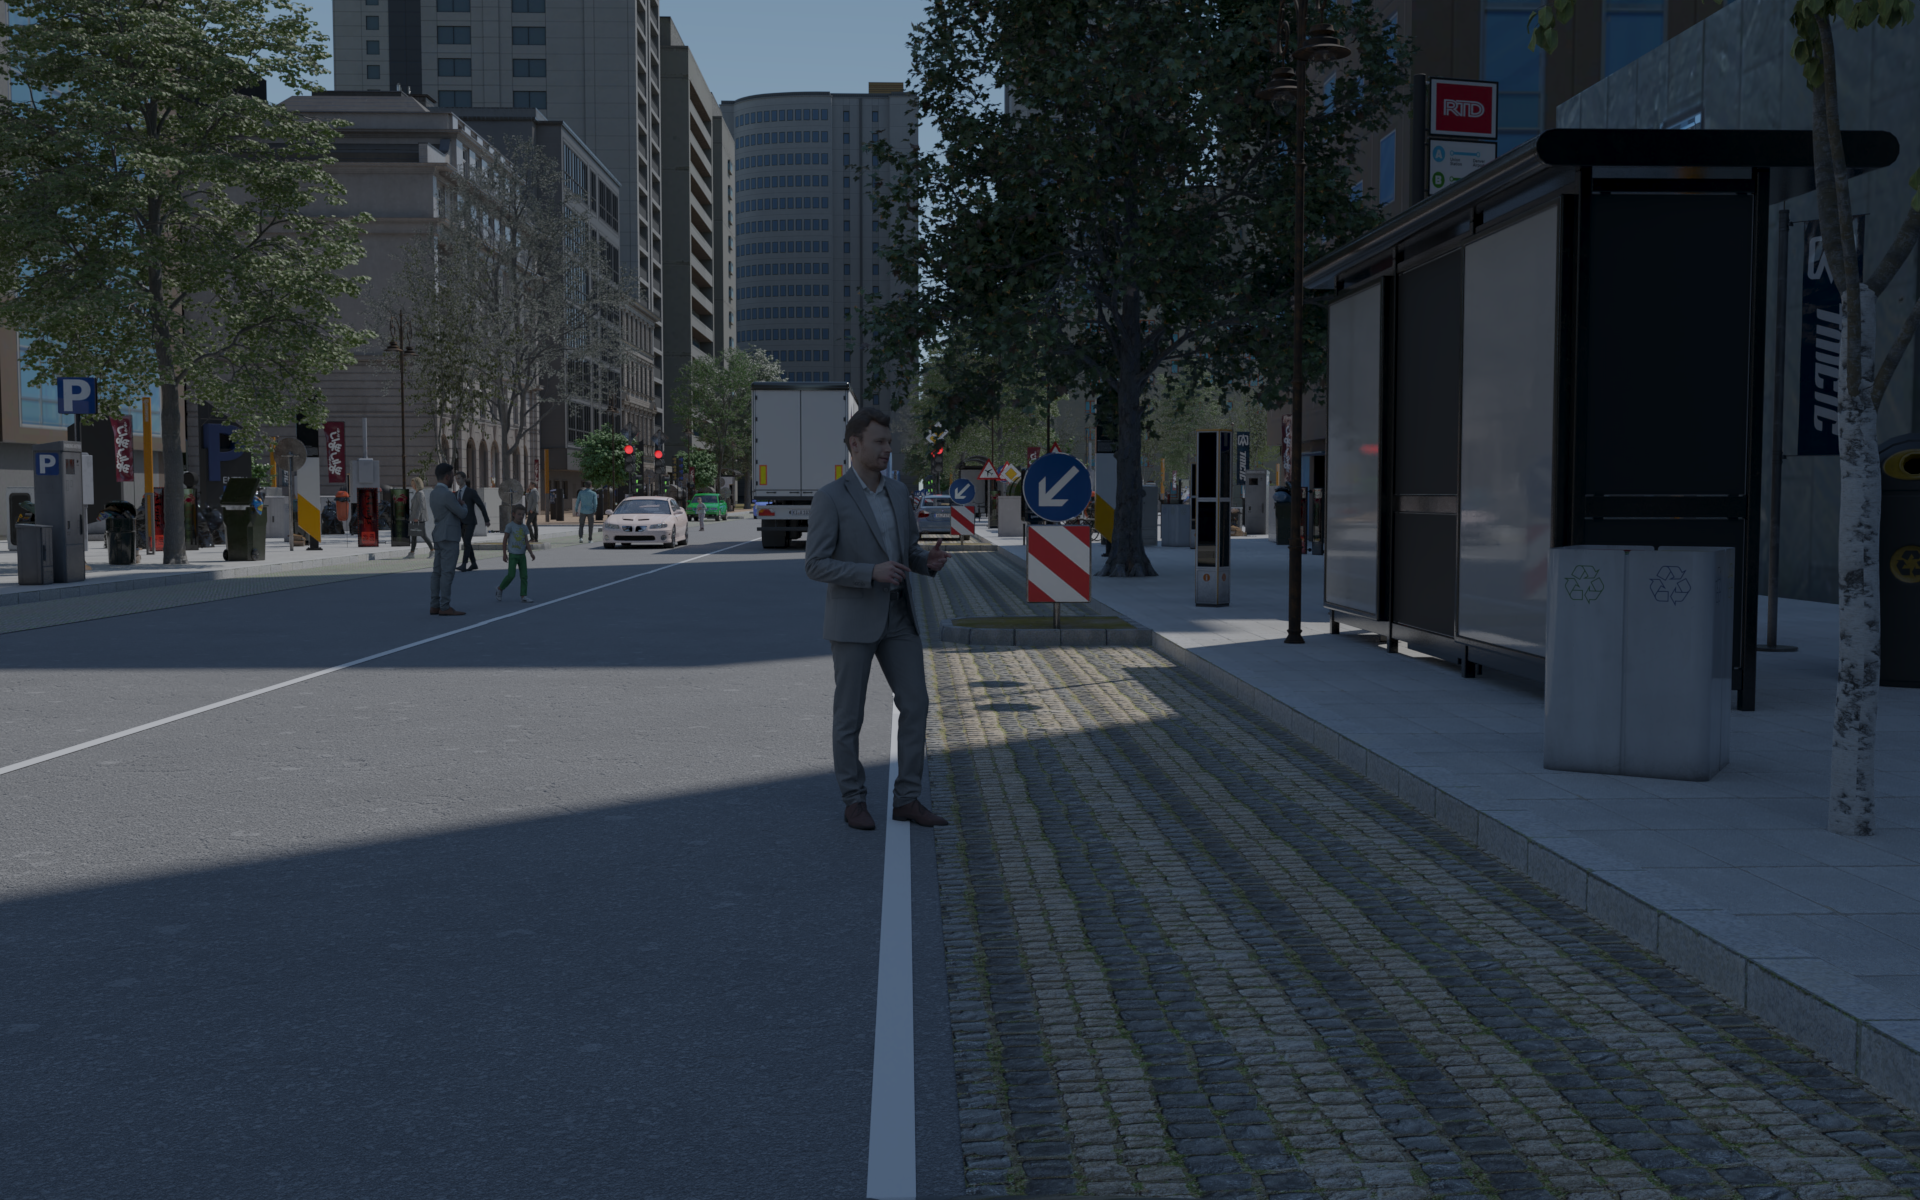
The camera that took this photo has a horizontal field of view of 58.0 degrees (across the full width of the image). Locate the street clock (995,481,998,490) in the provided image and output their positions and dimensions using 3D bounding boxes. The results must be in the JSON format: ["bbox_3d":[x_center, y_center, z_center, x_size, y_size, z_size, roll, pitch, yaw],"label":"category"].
[{"bbox_3d":[2.061,-5.210,89.759,0.471,2.002,0.358,-1,4,-14],"label":"street clock"}]

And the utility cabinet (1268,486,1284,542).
[{"bbox_3d":[8.453,-2.278,45.917,0.318,1.500,1.173,0,4,-1],"label":"utility cabinet"}]

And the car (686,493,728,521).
[{"bbox_3d":[-13.384,-5.062,91.562,1.959,1.807,4.718,0,4,-1],"label":"car"}]

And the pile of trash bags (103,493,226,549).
[{"bbox_3d":[-18.652,-1.958,41.763,1.912,1.369,3.447,3,5,43],"label":"pile of trash bags"}]

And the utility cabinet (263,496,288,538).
[{"bbox_3d":[-20.218,-2.404,50.462,1.020,1.237,0.306,-1,4,-21],"label":"utility cabinet"}]

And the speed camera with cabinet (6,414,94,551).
[{"bbox_3d":[-20.467,-2.725,38.893,2.038,3.252,0.660,1,4,20],"label":"speed camera with cabinet"}]

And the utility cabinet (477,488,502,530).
[{"bbox_3d":[-16.432,-3.178,60.647,0.318,1.500,1.173,1,4,21],"label":"utility cabinet"}]

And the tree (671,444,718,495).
[{"bbox_3d":[-17.286,-7.928,113.340,4.285,4.588,4.351,0,3,0],"label":"tree"}]

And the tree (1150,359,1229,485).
[{"bbox_3d":[18.977,-13.746,142.871,7.486,12.596,7.792,0,3,0],"label":"tree"}]

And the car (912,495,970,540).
[{"bbox_3d":[-0.600,-2.598,54.472,2.014,1.417,4.499,0,4,-2],"label":"car"}]

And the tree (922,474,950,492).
[{"bbox_3d":[-1.986,-11.390,169.942,4.285,4.588,4.351,0,3,0],"label":"tree"}]

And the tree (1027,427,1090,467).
[{"bbox_3d":[2.695,-3.421,50.541,1.663,3.219,1.824,0,3,0],"label":"tree"}]

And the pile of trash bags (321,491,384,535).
[{"bbox_3d":[-19.478,-2.767,54.995,1.912,1.369,3.447,-1,4,-16],"label":"pile of trash bags"}]

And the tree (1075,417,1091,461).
[{"bbox_3d":[11.328,-10.886,128.346,4.360,8.622,3.978,0,3,0],"label":"tree"}]

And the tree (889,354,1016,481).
[{"bbox_3d":[-0.434,-13.804,136.060,12.009,13.543,11.850,0,3,0],"label":"tree"}]

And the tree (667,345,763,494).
[{"bbox_3d":[-16.682,-11.906,120.418,9.928,11.665,9.643,0,3,0],"label":"tree"}]

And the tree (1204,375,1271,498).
[{"bbox_3d":[16.114,-8.941,96.541,4.360,8.622,3.978,0,3,0],"label":"tree"}]

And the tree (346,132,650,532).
[{"bbox_3d":[-15.211,-9.038,58.146,12.009,13.543,11.850,0,3,0],"label":"tree"}]

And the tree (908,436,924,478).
[{"bbox_3d":[-3.668,-17.009,212.506,7.601,10.594,8.767,-3,5,-42],"label":"tree"}]

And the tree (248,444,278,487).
[{"bbox_3d":[-24.424,-3.974,59.575,1.663,3.219,1.824,0,3,0],"label":"tree"}]

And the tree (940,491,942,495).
[{"bbox_3d":[-2.240,-14.256,183.454,4.737,8.622,4.395,0,3,0],"label":"tree"}]

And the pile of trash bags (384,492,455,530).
[{"bbox_3d":[-19.640,-3.208,62.199,3.447,1.369,1.912,-2,4,-31],"label":"pile of trash bags"}]

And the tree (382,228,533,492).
[{"bbox_3d":[-14.330,-6.023,48.846,4.360,8.622,3.978,0,3,0],"label":"tree"}]

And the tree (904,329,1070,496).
[{"bbox_3d":[1.763,-10.042,82.308,7.486,12.596,7.792,0,3,0],"label":"tree"}]

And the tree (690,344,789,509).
[{"bbox_3d":[-18.262,-14.795,148.555,9.857,13.997,8.962,0,3,0],"label":"tree"}]

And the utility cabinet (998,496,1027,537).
[{"bbox_3d":[1.661,-2.509,52.181,1.020,1.237,0.306,0,4,4],"label":"utility cabinet"}]

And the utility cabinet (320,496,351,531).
[{"bbox_3d":[-21.429,-2.948,59.368,1.020,1.237,0.306,-3,4,-35],"label":"utility cabinet"}]

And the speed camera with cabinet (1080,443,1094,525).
[{"bbox_3d":[4.768,-4.465,67.335,0.660,3.252,2.038,0,4,-4],"label":"speed camera with cabinet"}]

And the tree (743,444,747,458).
[{"bbox_3d":[-19.190,-17.337,193.827,12.009,13.543,11.850,0,3,0],"label":"tree"}]

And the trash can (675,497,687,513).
[{"bbox_3d":[-15.661,-5.231,97.187,0.748,1.137,0.748,0,3,0],"label":"trash can"}]

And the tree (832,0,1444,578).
[{"bbox_3d":[2.723,-6.719,26.866,9.611,12.733,9.660,0,3,0],"label":"tree"}]

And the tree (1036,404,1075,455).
[{"bbox_3d":[8.198,-11.691,141.516,4.360,8.622,3.978,0,3,0],"label":"tree"}]

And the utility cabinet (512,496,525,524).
[{"bbox_3d":[-16.385,-3.178,63.121,1.020,1.237,0.306,0,4,8],"label":"utility cabinet"}]

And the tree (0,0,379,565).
[{"bbox_3d":[-14.816,-6.925,31.351,7.486,12.596,7.792,0,3,0],"label":"tree"}]

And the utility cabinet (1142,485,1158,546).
[{"bbox_3d":[4.295,-2.041,42.049,1.173,1.500,0.318,-3,5,-39],"label":"utility cabinet"}]

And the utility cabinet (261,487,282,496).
[{"bbox_3d":[-21.513,-2.775,54.045,0.318,1.500,1.173,0,4,1],"label":"utility cabinet"}]

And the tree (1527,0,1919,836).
[{"bbox_3d":[3.194,-3.413,6.166,4.737,8.622,4.395,0,3,0],"label":"tree"}]

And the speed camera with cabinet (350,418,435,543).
[{"bbox_3d":[-14.890,-3.124,45.415,2.038,3.252,0.660,-2,4,-26],"label":"speed camera with cabinet"}]

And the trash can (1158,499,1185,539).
[{"bbox_3d":[5.799,-2.191,47.484,0.748,1.137,0.748,0,3,0],"label":"trash can"}]

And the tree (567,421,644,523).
[{"bbox_3d":[-15.952,-5.771,78.062,4.285,4.588,4.351,0,3,0],"label":"tree"}]

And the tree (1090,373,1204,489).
[{"bbox_3d":[10.238,-8.840,94.894,4.360,8.622,3.978,0,3,0],"label":"tree"}]

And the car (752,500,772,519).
[{"bbox_3d":[-11.030,-5.548,100.304,1.945,1.707,3.694,0,4,-2],"label":"car"}]

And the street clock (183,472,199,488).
[{"bbox_3d":[-25.167,-3.188,56.687,0.471,2.002,0.358,1,4,16],"label":"street clock"}]

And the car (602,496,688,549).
[{"bbox_3d":[-8.509,-2.126,47.116,2.083,1.381,4.827,0,4,-2],"label":"car"}]

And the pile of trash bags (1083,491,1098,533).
[{"bbox_3d":[5.064,-2.957,58.106,1.912,1.369,3.447,-2,4,-26],"label":"pile of trash bags"}]

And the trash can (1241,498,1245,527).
[{"bbox_3d":[11.403,-3.453,68.102,0.748,1.137,0.748,0,3,0],"label":"trash can"}]
